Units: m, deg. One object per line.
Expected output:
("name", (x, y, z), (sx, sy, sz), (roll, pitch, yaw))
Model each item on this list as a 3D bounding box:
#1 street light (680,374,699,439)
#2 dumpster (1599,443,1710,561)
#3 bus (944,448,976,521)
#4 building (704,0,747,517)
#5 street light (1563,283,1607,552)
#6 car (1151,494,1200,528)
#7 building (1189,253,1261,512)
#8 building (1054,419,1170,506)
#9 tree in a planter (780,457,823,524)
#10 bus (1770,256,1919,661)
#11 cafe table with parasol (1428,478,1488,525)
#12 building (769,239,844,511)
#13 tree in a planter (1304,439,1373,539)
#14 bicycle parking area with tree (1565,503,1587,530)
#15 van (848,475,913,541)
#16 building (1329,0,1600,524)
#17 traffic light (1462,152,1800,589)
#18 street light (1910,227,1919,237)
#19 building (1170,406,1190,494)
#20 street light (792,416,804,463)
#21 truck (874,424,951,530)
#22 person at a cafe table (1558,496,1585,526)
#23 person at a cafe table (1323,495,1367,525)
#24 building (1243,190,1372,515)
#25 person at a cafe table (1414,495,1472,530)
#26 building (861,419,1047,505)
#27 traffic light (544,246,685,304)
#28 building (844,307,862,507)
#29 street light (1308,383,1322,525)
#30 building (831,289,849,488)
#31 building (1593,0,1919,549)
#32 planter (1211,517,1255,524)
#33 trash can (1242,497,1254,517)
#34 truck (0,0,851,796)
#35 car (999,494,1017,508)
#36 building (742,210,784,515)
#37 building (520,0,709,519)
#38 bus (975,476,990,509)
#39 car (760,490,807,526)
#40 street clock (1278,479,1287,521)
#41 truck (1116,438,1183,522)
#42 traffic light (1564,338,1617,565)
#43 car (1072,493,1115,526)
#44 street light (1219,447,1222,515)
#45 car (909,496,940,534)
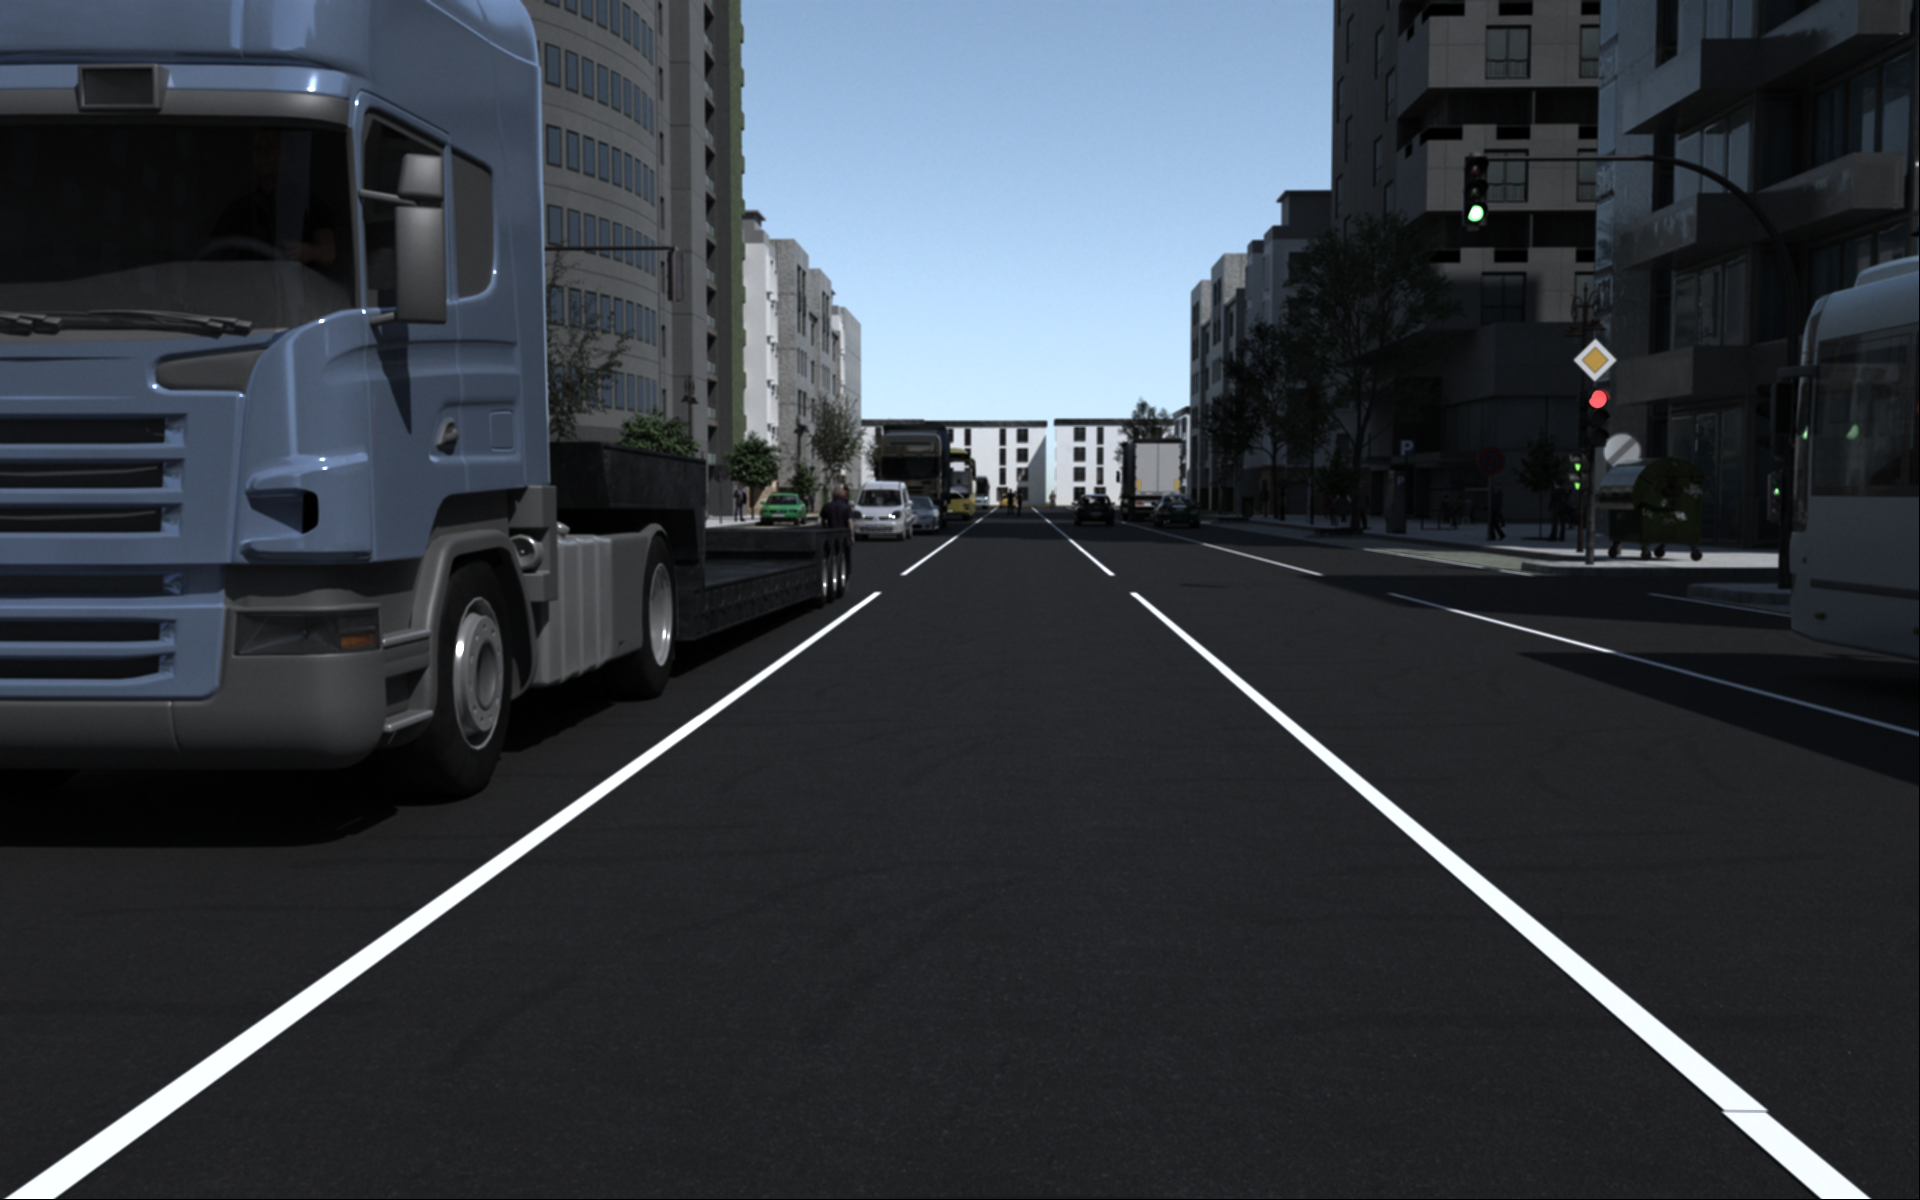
("street light", (-10.413, -5.754, 66.863), (0.468, 5.910, 1.993), (0, 4, 2))
("dumpster", (13.592, -1.923, 33.928), (1.502, 2.255, 1.985), (0, 4, 2))
("bus", (-0.501, -6.361, 95.545), (2.896, 3.916, 12.252), (0, 4, 2))
("building", (-19.934, -25.191, 95.469), (14.154, 41.232, 14.086), (0, 4, 2))
("street light", (13.683, -3.991, 38.041), (0.468, 5.910, 1.993), (0, 4, 2))
("car", (9.325, -3.840, 74.583), (2.131, 1.459, 4.920), (0, 4, 4))
("building", (28.009, -16.466, 135.675), (16.747, 18.905, 31.486), (0, 4, 2))
("building", (24.745, -15.607, 197.317), (28.070, 9.664, 9.099), (0, 4, 2))
("tree in a planter", (-7.597, -5.300, 83.879), (1.991, 3.239, 1.994), (0, 4, 2))
("bus", (7.554, -0.799, 7.929), (2.948, 3.499, 13.247), (0, 4, 2))
("cafe table with parasol", (21.148, -4.181, 73.217), (2.610, 1.966, 2.610), (1, 4, 19))
("building", (-19.328, -16.506, 136.323), (16.747, 18.905, 31.486), (0, 4, 2))
("tree in a planter", (12.262, -3.612, 56.281), (1.991, 3.239, 1.994), (0, 4, 2))
("bicycle parking area with tree", (26.480, -4.627, 62.661), (9.016, 4.147, 8.231), (-3, 5, -40))
("van", (-2.424, -2.873, 53.978), (2.013, 2.044, 4.112), (0, 4, 3))
("building", (34.498, -30.420, 86.598), (28.713, 52.752, 27.495), (0, 4, 2))
("traffic light", (9.059, -2.973, 23.275), (4.771, 5.953, 1.251), (0, 4, 2))
("street light", (13.143, -3.066, 22.920), (0.468, 5.910, 1.993), (0, 4, 2))
("building", (26.164, -13.676, 165.755), (9.099, 9.664, 28.070), (0, 4, 2))
("street light", (-9.377, -7.806, 100.419), (0.468, 5.910, 1.993), (0, 4, 2))
("truck", (-1.809, -5.087, 72.086), (2.839, 4.237, 11.283), (0, 4, 2))
("person at a cafe table", (25.033, -3.623, 70.097), (1.726, 1.238, 1.698), (2, 4, 32))
("person at a cafe table", (15.875, -3.849, 71.440), (1.698, 1.524, 1.622), (1, 4, 20))
("building", (26.974, -15.728, 113.566), (16.016, 20.091, 11.380), (0, 4, 2))
("person at a cafe table", (17.573, -3.151, 62.386), (1.698, 1.238, 1.726), (-3, 5, -39))
("building", (-4.042, -15.717, 199.123), (28.070, 9.664, 9.099), (0, 4, 2))
("traffic light", (-7.466, -3.504, 31.958), (4.771, 5.953, 1.251), (0, 4, 2))
("building", (-26.304, -18.736, 172.783), (31.486, 18.905, 16.747), (0, 4, 2))
("street light", (14.773, -6.099, 72.509), (0.468, 5.910, 1.993), (0, 4, 2))
("building", (-18.424, -18.425, 157.660), (16.016, 20.091, 11.380), (0, 4, 2))
("building", (32.292, -25.896, 43.006), (30.456, 49.044, 23.786), (0, 4, 2))
("planter", (13.147, -3.824, 83.655), (1.991, 0.319, 1.994), (0, 4, 2))
("trash can", (15.882, -5.137, 95.642), (0.748, 1.137, 0.748), (0, 3, 0))
("truck", (-3.161, -1.557, 15.220), (2.967, 4.110, 18.799), (0, 4, 3))
("car", (4.926, -10.172, 176.528), (2.015, 1.641, 3.980), (0, 4, 3))
("building", (-20.062, -15.736, 113.696), (16.016, 20.091, 11.380), (0, 4, 2))
("building", (-23.781, -32.484, 73.115), (21.231, 58.520, 28.212), (0, 4, 2))
("bus", (1.516, -10.610, 168.333), (2.948, 3.499, 13.247), (0, 4, 2))
("car", (-8.028, -4.285, 78.850), (1.959, 1.807, 4.718), (0, 4, 1))
("street clock", (15.582, -4.838, 83.667), (0.358, 2.002, 0.471), (3, 5, 40))
("truck", (10.055, -6.326, 92.338), (2.839, 4.237, 11.283), (0, 4, 2))
("traffic light", (11.411, -2.594, 31.330), (0.839, 4.253, 0.868), (0, 4, 2))
("car", (6.134, -4.253, 79.327), (2.009, 1.686, 4.222), (0, 4, 2))
("street light", (15.961, -8.142, 105.904), (0.468, 5.910, 1.993), (0, 4, 2))
("car", (-1.752, -3.095, 62.958), (2.083, 1.381, 4.827), (0, 4, 3))
